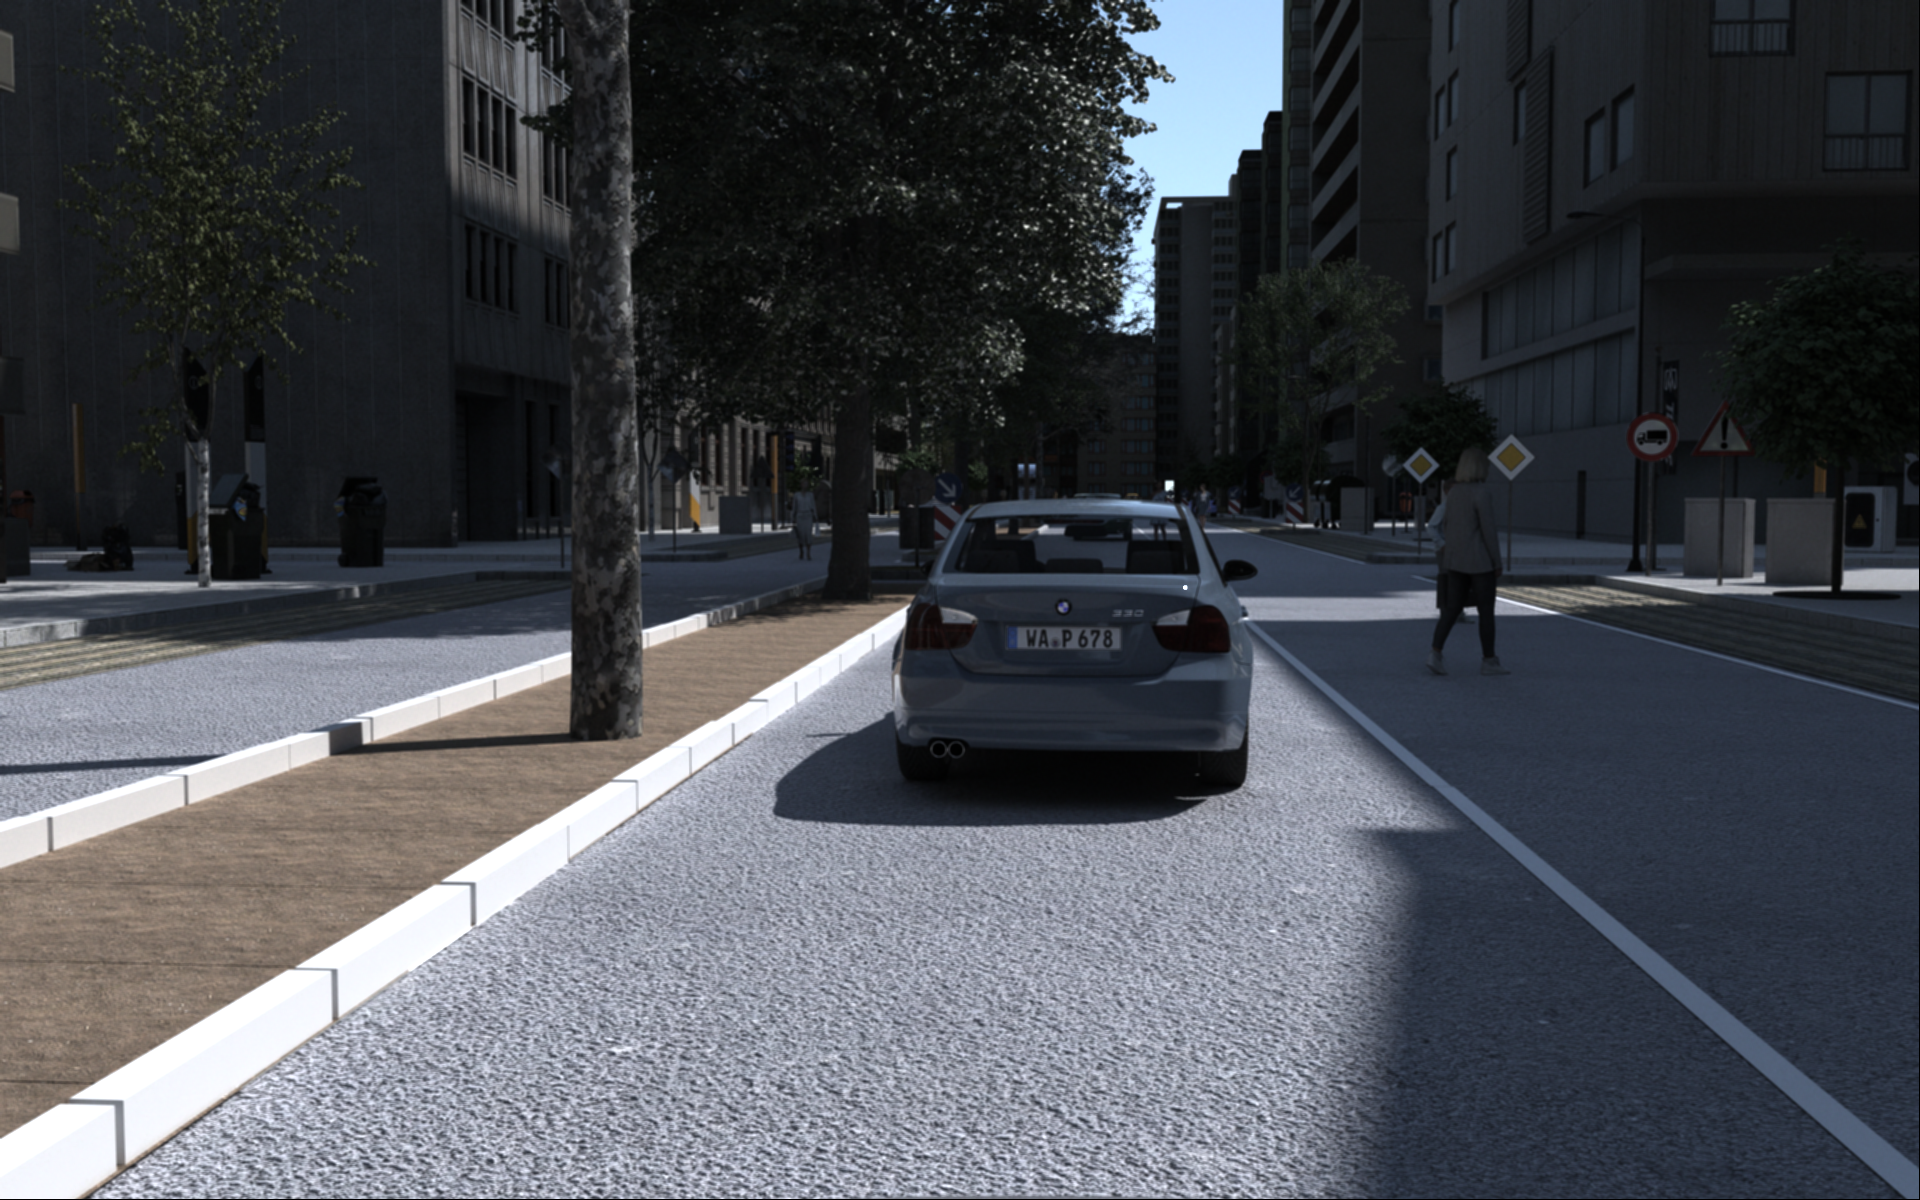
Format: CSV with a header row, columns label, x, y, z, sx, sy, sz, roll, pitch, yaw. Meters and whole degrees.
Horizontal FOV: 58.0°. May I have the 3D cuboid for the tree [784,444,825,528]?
label,x,y,z,sx,sy,sz,roll,pitch,yaw
tree,-6.211,-4.355,65.800,1.663,3.219,1.824,0,3,0

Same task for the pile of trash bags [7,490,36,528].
label,x,y,z,sx,sy,sz,roll,pitch,yaw
pile of trash bags,-22.438,-1.843,39.882,1.912,1.369,3.447,0,4,2

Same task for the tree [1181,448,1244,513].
label,x,y,z,sx,sy,sz,roll,pitch,yaw
tree,18.477,-8.344,120.134,4.285,4.588,4.351,0,3,0

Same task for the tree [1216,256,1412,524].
label,x,y,z,sx,sy,sz,roll,pitch,yaw
tree,15.072,-9.099,74.521,9.928,11.665,9.643,0,3,0

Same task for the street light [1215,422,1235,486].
label,x,y,z,sx,sy,sz,roll,pitch,yaw
street light,17.093,-8.487,111.304,1.470,5.913,1.316,0,4,5

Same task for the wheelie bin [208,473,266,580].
label,x,y,z,sx,sy,sz,roll,pitch,yaw
wheelie bin,-10.928,-1.114,26.124,0.980,1.594,0.693,2,4,35

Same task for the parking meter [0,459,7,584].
label,x,y,z,sx,sy,sz,roll,pitch,yaw
parking meter,-13.866,-1.166,24.783,0.399,1.863,0.255,3,5,42

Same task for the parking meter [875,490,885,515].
label,x,y,z,sx,sy,sz,roll,pitch,yaw
parking meter,-4.836,-6.038,107.135,0.372,1.533,0.369,0,3,0

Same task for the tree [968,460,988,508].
label,x,y,z,sx,sy,sz,roll,pitch,yaw
tree,1.932,-11.887,178.058,4.285,4.588,4.351,0,3,0

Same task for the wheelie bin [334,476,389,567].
label,x,y,z,sx,sy,sz,roll,pitch,yaw
wheelie bin,-10.511,-1.385,30.548,0.693,1.594,0.980,2,4,34

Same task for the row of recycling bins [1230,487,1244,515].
label,x,y,z,sx,sy,sz,roll,pitch,yaw
row of recycling bins,17.421,-6.171,108.003,1.069,1.692,3.534,0,4,0

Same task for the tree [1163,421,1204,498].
label,x,y,z,sx,sy,sz,roll,pitch,yaw
tree,22.857,-13.782,175.705,4.360,8.622,3.978,0,3,0

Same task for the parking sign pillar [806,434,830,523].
label,x,y,z,sx,sy,sz,roll,pitch,yaw
parking sign pillar,-6.551,-5.449,77.563,1.447,3.967,1.447,1,4,9

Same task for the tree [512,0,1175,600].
label,x,y,z,sx,sy,sz,roll,pitch,yaw
tree,-1.524,-6.977,23.186,9.857,13.997,8.962,0,3,0

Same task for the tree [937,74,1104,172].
label,x,y,z,sx,sy,sz,roll,pitch,yaw
tree,0.904,-8.348,49.321,12.009,13.543,11.850,0,3,0

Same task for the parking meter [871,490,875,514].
label,x,y,z,sx,sy,sz,roll,pitch,yaw
parking meter,-5.452,-6.198,109.743,0.372,1.533,0.369,0,3,0

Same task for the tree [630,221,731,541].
label,x,y,z,sx,sy,sz,roll,pitch,yaw
tree,-8.298,-5.887,46.620,4.360,8.622,3.978,0,3,0

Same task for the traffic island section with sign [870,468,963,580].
label,x,y,z,sx,sy,sz,roll,pitch,yaw
traffic island section with sign,-0.808,-1.324,29.786,2.006,1.907,1.989,0,4,5

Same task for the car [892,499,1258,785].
label,x,y,z,sx,sy,sz,roll,pitch,yaw
car,0.706,0.130,9.885,2.014,1.417,4.499,0,4,6

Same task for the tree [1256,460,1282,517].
label,x,y,z,sx,sy,sz,roll,pitch,yaw
tree,17.239,-6.307,97.727,1.663,3.219,1.824,0,3,0

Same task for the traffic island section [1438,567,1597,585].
label,x,y,z,sx,sy,sz,roll,pitch,yaw
traffic island section,9.130,-0.396,28.763,2.009,0.180,2.903,0,4,5

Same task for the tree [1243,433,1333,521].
label,x,y,z,sx,sy,sz,roll,pitch,yaw
tree,16.195,-6.079,83.108,4.285,4.588,4.351,0,3,0

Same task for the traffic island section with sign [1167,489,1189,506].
label,x,y,z,sx,sy,sz,roll,pitch,yaw
traffic island section with sign,17.798,-7.928,138.256,1.989,1.847,2.006,0,4,5

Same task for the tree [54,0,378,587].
label,x,y,z,sx,sy,sz,roll,pitch,yaw
tree,-10.407,-4.499,23.918,4.737,8.622,4.395,0,3,0

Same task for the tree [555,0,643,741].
label,x,y,z,sx,sy,sz,roll,pitch,yaw
tree,-3.222,-9.308,10.529,12.611,20.169,13.585,0,3,0

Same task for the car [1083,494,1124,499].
label,x,y,z,sx,sy,sz,roll,pitch,yaw
car,4.517,-2.624,54.701,2.131,1.459,4.920,0,4,5

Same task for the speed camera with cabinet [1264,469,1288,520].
label,x,y,z,sx,sy,sz,roll,pitch,yaw
speed camera with cabinet,16.345,-5.674,87.104,2.038,3.252,0.660,-1,4,-15

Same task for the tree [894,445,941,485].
label,x,y,z,sx,sy,sz,roll,pitch,yaw
tree,-2.825,-7.889,112.703,4.285,4.588,4.351,0,3,0

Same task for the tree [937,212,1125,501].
label,x,y,z,sx,sy,sz,roll,pitch,yaw
tree,1.978,-8.083,60.376,9.928,11.665,9.643,0,3,0

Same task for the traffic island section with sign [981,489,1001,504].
label,x,y,z,sx,sy,sz,roll,pitch,yaw
traffic island section with sign,2.080,-8.007,139.535,1.989,1.847,2.006,0,4,5

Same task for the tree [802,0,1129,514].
label,x,y,z,sx,sy,sz,roll,pitch,yaw
tree,-0.046,-7.277,39.565,7.486,12.596,7.792,0,3,0

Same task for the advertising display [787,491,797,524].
label,x,y,z,sx,sy,sz,roll,pitch,yaw
advertising display,-6.879,-4.198,73.843,0.974,1.923,0.123,0,4,4

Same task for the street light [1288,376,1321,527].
label,x,y,z,sx,sy,sz,roll,pitch,yaw
street light,13.634,-5.868,68.481,1.470,5.913,1.316,0,4,5

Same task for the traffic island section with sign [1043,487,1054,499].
label,x,y,z,sx,sy,sz,roll,pitch,yaw
traffic island section with sign,5.700,-6.357,112.075,2.006,1.907,1.989,0,4,5

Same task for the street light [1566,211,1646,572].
label,x,y,z,sx,sy,sz,roll,pitch,yaw
street light,10.635,-3.423,28.506,1.470,5.913,1.316,0,4,5

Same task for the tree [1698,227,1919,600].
label,x,y,z,sx,sy,sz,roll,pitch,yaw
tree,10.902,-2.317,21.605,4.285,4.588,4.351,0,3,0

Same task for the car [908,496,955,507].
label,x,y,z,sx,sy,sz,roll,pitch,yaw
car,-0.934,-3.360,67.292,2.083,1.381,4.827,0,4,5

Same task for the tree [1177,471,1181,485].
label,x,y,z,sx,sy,sz,roll,pitch,yaw
tree,21.209,-10.446,154.509,4.285,4.588,4.351,0,3,0

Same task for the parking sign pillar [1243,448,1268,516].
label,x,y,z,sx,sy,sz,roll,pitch,yaw
parking sign pillar,17.164,-6.858,100.594,1.447,3.967,1.447,-1,4,-14

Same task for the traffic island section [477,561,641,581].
label,x,y,z,sx,sy,sz,roll,pitch,yaw
traffic island section,-6.911,-0.474,30.032,2.009,0.180,2.903,0,4,5

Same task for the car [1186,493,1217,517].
label,x,y,z,sx,sy,sz,roll,pitch,yaw
car,15.199,-6.067,108.787,1.945,1.707,3.694,0,4,4

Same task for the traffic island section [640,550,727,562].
label,x,y,z,sx,sy,sz,roll,pitch,yaw
traffic island section,-6.281,-0.961,37.992,2.009,0.180,2.903,0,4,5

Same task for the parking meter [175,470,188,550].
label,x,y,z,sx,sy,sz,roll,pitch,yaw
parking meter,-17.808,-2.090,39.875,0.255,1.863,0.399,2,4,30

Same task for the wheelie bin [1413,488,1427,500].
label,x,y,z,sx,sy,sz,roll,pitch,yaw
wheelie bin,22.704,-4.707,84.860,0.980,1.594,0.693,1,4,16

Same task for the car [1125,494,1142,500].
label,x,y,z,sx,sy,sz,roll,pitch,yaw
car,18.129,-10.520,182.223,2.015,1.641,3.980,0,4,5

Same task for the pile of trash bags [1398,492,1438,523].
label,x,y,z,sx,sy,sz,roll,pitch,yaw
pile of trash bags,20.862,-4.086,76.562,1.912,1.369,3.447,-3,5,-40

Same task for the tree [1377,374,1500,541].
label,x,y,z,sx,sy,sz,roll,pitch,yaw
tree,13.216,-3.911,47.662,4.285,4.588,4.351,0,3,0

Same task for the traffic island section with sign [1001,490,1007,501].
label,x,y,z,sx,sy,sz,roll,pitch,yaw
traffic island section with sign,4.254,-9.685,166.974,1.989,1.847,2.006,0,4,5

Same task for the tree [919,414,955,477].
label,x,y,z,sx,sy,sz,roll,pitch,yaw
tree,-1.462,-11.103,131.901,4.737,8.622,4.395,0,3,0

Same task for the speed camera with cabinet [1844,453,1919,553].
label,x,y,z,sx,sy,sz,roll,pitch,yaw
speed camera with cabinet,20.156,-2.634,37.399,0.660,3.252,2.038,-2,4,-35

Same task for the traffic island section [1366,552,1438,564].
label,x,y,z,sx,sy,sz,roll,pitch,yaw
traffic island section,9.760,-0.883,36.723,2.009,0.180,2.903,0,4,5

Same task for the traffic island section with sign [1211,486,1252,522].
label,x,y,z,sx,sy,sz,roll,pitch,yaw
traffic island section with sign,13.885,-4.903,88.789,1.989,1.847,2.006,0,4,5

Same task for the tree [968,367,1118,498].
label,x,y,z,sx,sy,sz,roll,pitch,yaw
tree,4.549,-9.724,95.863,8.767,10.594,7.601,0,4,5

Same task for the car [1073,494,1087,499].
label,x,y,z,sx,sy,sz,roll,pitch,yaw
car,6.239,-4.610,85.595,2.015,1.641,3.980,0,4,6

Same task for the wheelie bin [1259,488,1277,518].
label,x,y,z,sx,sy,sz,roll,pitch,yaw
wheelie bin,16.216,-5.102,91.330,0.980,1.594,0.693,-1,4,-17

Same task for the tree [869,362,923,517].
label,x,y,z,sx,sy,sz,roll,pitch,yaw
tree,-3.932,-8.900,95.882,4.360,8.622,3.978,0,3,0
